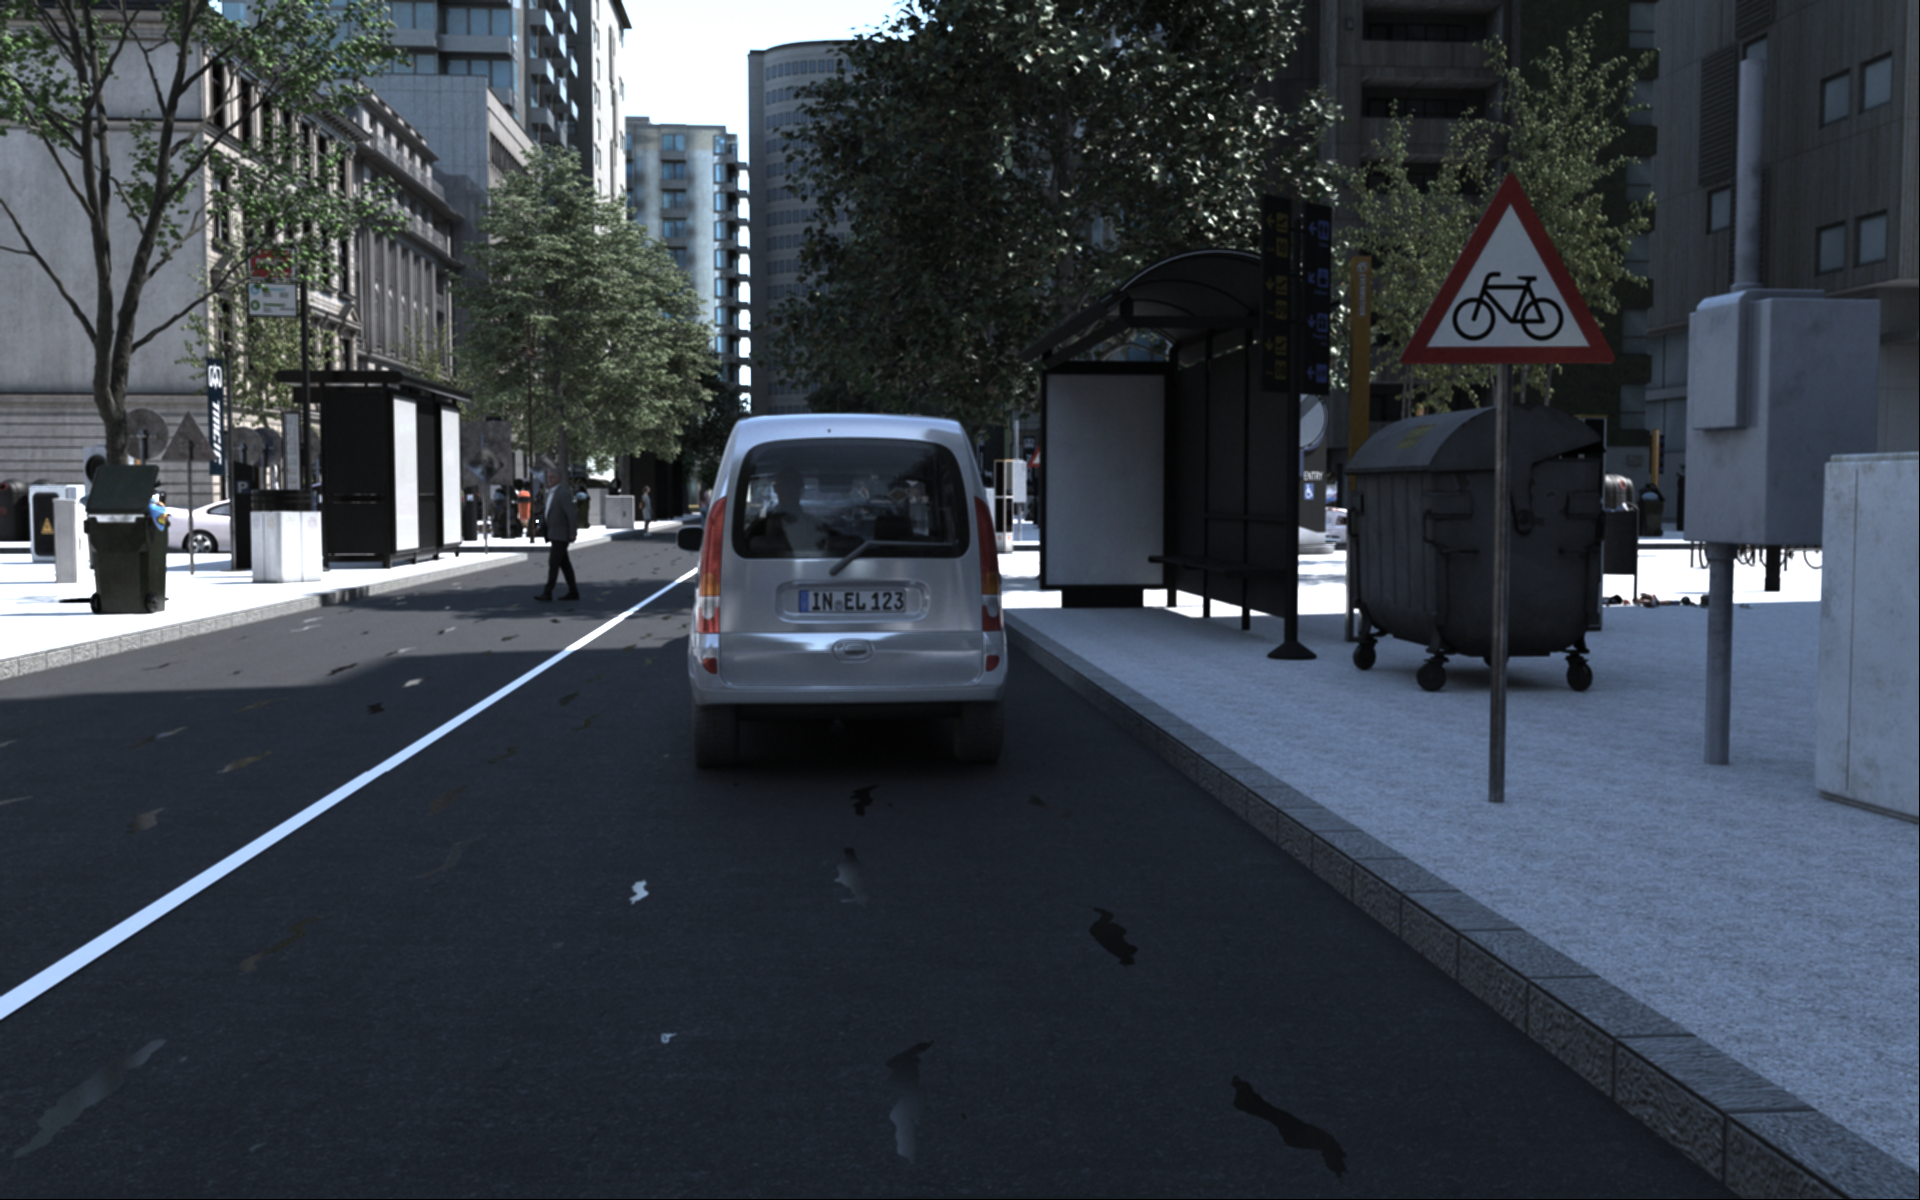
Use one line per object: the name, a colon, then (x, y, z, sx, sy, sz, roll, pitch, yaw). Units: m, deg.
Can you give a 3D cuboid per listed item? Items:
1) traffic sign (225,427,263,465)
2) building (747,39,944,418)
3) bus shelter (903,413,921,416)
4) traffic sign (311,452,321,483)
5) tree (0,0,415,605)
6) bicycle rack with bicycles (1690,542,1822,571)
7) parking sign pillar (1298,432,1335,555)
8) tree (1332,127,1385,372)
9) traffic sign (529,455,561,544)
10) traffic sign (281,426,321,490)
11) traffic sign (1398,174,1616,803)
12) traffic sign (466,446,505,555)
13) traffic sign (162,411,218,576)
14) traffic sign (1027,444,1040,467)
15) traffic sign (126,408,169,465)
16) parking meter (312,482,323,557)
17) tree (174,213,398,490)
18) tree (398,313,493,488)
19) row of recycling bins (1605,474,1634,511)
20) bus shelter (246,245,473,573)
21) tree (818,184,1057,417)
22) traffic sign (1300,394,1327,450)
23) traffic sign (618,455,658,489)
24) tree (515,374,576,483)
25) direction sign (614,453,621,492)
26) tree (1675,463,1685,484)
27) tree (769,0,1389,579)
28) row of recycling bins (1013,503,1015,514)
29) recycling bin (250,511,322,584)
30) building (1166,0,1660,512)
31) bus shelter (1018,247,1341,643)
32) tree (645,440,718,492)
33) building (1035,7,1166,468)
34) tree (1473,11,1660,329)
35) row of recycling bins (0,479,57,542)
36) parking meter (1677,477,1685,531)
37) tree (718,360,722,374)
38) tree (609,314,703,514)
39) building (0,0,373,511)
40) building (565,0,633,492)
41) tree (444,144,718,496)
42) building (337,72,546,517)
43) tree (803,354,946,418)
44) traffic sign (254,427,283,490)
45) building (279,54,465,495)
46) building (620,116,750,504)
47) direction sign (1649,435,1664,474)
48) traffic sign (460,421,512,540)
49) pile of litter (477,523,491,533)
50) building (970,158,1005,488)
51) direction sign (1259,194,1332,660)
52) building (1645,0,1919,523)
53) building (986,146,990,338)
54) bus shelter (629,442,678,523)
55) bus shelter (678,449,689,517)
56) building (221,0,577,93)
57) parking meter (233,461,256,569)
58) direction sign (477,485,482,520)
traffic sign: (-13.550, -1.996, 32.735, 0.768, 2.556, 0.104, 0, 4, 4)
building: (-12.924, -41.673, 223.347, 28.212, 58.520, 21.231, 0, 4, -5)
bus shelter: (-2.801, -6.482, 83.611, 2.179, 5.291, 8.768, 0, 4, -5)
traffic sign: (-13.483, -2.098, 36.424, 0.606, 2.300, 0.079, 0, 4, 5)
tree: (-9.900, -5.773, 20.139, 9.928, 11.665, 9.643, 0, 3, 0)
bicycle rack with bicycles: (13.775, -1.012, 29.936, 2.925, 0.926, 2.852, -2, 4, -30)
parking sign pillar: (7.299, -2.971, 37.045, 1.447, 3.967, 1.447, -3, 5, -44)
tree: (8.903, -5.059, 33.085, 4.737, 8.622, 4.395, 0, 3, 0)
traffic sign: (-10.558, -2.474, 44.099, 0.795, 2.450, 0.064, 0, 4, -5)
traffic sign: (-12.335, -1.977, 32.429, 0.768, 2.556, 0.104, 0, 4, 4)
traffic sign: (2.235, -0.437, 7.143, 0.884, 2.594, 0.081, 0, 4, 0)
traffic sign: (-9.897, -1.988, 36.141, 0.795, 2.450, 0.064, 0, 4, -5)
traffic sign: (-12.102, -1.665, 27.224, 0.884, 2.594, 0.081, 0, 3, 0)
traffic sign: (1.762, -2.093, 34.218, 0.884, 2.594, 0.081, 0, 4, 5)
traffic sign: (-12.142, -1.569, 25.760, 0.768, 2.556, 0.104, 0, 4, 3)
parking meter: (-13.123, -1.650, 35.389, 0.372, 1.533, 0.369, 0, 3, 0)
tree: (-18.085, -5.810, 45.357, 4.737, 8.622, 4.395, 0, 3, 0)
tree: (-21.360, -7.397, 71.301, 4.737, 8.622, 4.395, 0, 3, 0)
row of recycling bins: (13.084, -1.726, 35.338, 1.069, 1.692, 3.534, 2, 4, 27)
bus shelter: (-10.634, -3.251, 30.792, 2.179, 5.291, 8.768, 0, 4, -5)
tree: (-0.384, -7.904, 54.991, 9.928, 11.665, 9.643, 0, 3, 0)
traffic sign: (3.887, -1.232, 20.251, 0.768, 2.556, 0.104, 0, 4, 2)
traffic sign: (-16.595, -5.870, 89.844, 2.265, 3.308, 0.079, 0, 4, -4)
tree: (-23.712, -9.189, 100.597, 4.360, 8.622, 3.978, 0, 3, 0)
direction sign: (-18.778, -6.305, 95.079, 0.379, 3.537, 0.876, -2, 4, -33)
tree: (26.094, -4.043, 60.706, 1.663, 3.219, 1.824, 0, 3, 0)
tree: (1.531, -6.660, 25.896, 9.611, 12.733, 9.660, 0, 3, 0)
row of recycling bins: (2.319, -6.330, 110.604, 1.069, 1.692, 3.534, -2, 4, -34)
recycling bin: (-9.780, -0.770, 25.150, 0.722, 1.027, 0.722, 2, 4, 35)
building: (15.818, -17.877, 63.984, 14.107, 30.474, 14.160, 0, 4, -5)
bus shelter: (1.895, -1.411, 17.002, 2.014, 3.302, 5.546, 0, 4, -5)
tree: (-16.968, -7.138, 100.420, 4.285, 4.588, 4.351, 0, 3, 0)
building: (17.257, -29.738, 105.823, 23.786, 49.044, 30.456, 0, 4, -5)
tree: (8.997, -4.706, 27.307, 4.737, 8.622, 4.395, 0, 3, 0)
row of recycling bins: (-26.107, -2.435, 46.926, 3.534, 1.692, 1.069, 0, 4, 3)
parking meter: (25.072, -3.328, 60.124, 0.255, 1.863, 0.399, 1, 4, 9)
tree: (-13.512, -9.414, 72.039, 7.486, 12.596, 7.792, 0, 3, 0)
tree: (-17.691, -11.835, 110.512, 9.611, 12.733, 9.660, 0, 3, 0)
building: (-29.145, -12.148, 63.248, 10.561, 19.102, 19.286, 0, 4, -5)
building: (-46.631, -35.316, 166.657, 27.495, 52.752, 28.713, 0, 4, -5)
tree: (-13.522, -8.504, 57.163, 7.486, 12.596, 7.792, 0, 3, 0)
building: (-33.464, -17.707, 107.536, 12.078, 24.808, 19.932, 0, 4, -5)
tree: (-4.591, -11.619, 96.627, 9.857, 13.997, 8.962, 0, 3, 0)
traffic sign: (-13.293, -2.018, 33.098, 0.768, 2.556, 0.104, 0, 4, -2)
building: (-33.527, -14.911, 85.592, 13.314, 21.916, 24.055, 0, 4, -5)
building: (-42.283, -36.837, 221.898, 30.456, 49.044, 23.786, 0, 4, -5)
direction sign: (26.645, -4.563, 66.602, 0.876, 3.537, 0.379, -1, 4, -12)
traffic sign: (-13.694, -3.346, 48.587, 2.265, 3.308, 0.079, 0, 4, 3)
pile of litter: (-15.743, -2.698, 58.075, 1.176, 0.858, 1.719, 2, 4, 24)
building: (12.228, -51.536, 155.285, 22.319, 86.520, 31.000, 0, 4, -5)
direction sign: (2.600, -1.313, 13.464, 0.876, 3.537, 0.379, -3, 5, -43)
building: (43.944, -29.565, 72.623, 27.495, 52.752, 28.713, 0, 4, -5)
building: (5.581, -30.281, 178.696, 14.154, 41.232, 14.086, 0, 4, -5)
bus shelter: (-14.486, -5.499, 81.199, 1.731, 3.624, 6.357, 0, 4, -5)
bus shelter: (-15.704, -6.244, 93.370, 1.731, 3.624, 6.357, 0, 4, -5)
building: (-41.377, -31.326, 131.792, 23.786, 49.044, 30.456, 0, 4, -5)
parking meter: (-12.321, -1.471, 29.759, 0.399, 1.863, 0.255, -2, 4, -31)
direction sign: (-23.509, -5.651, 84.396, 0.379, 3.537, 0.876, 3, 4, 39)
